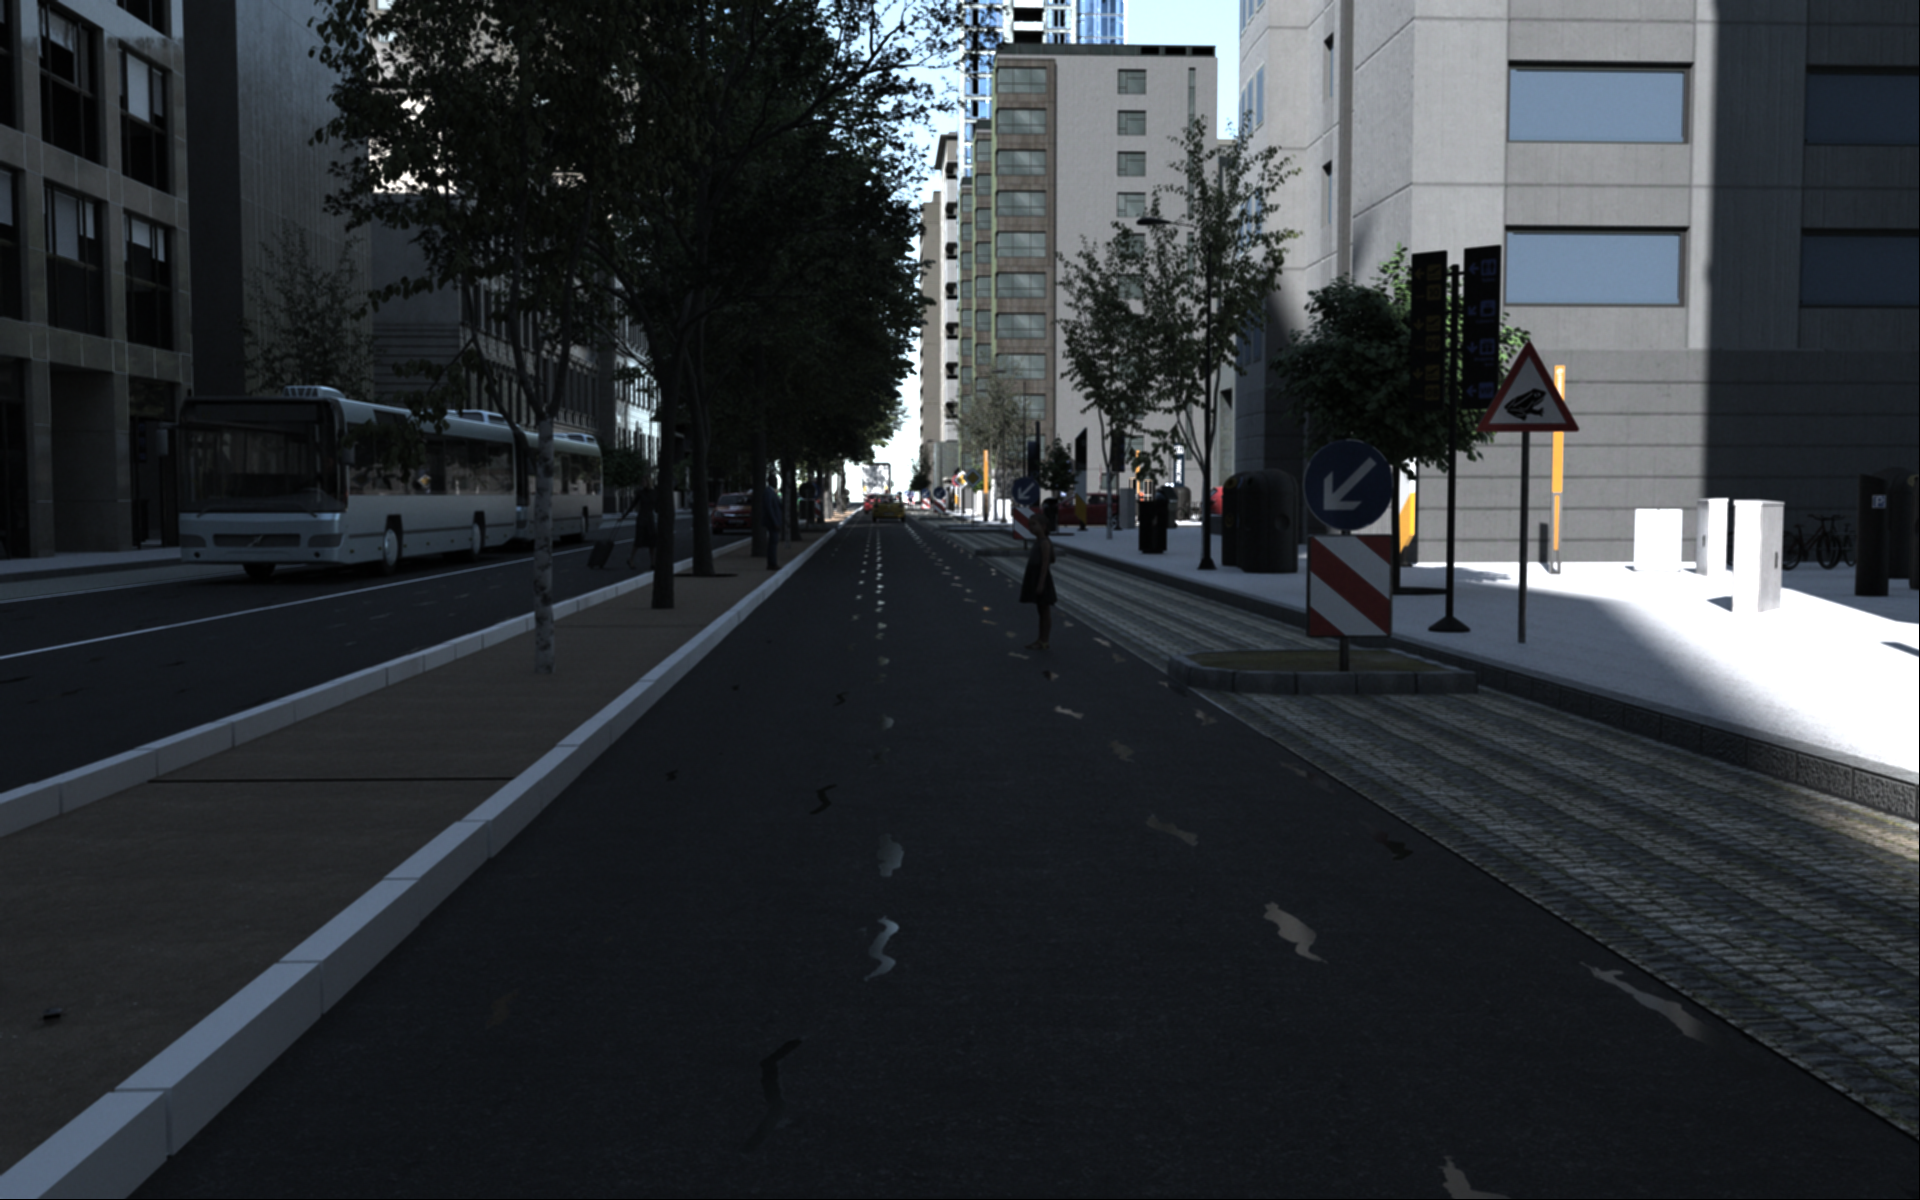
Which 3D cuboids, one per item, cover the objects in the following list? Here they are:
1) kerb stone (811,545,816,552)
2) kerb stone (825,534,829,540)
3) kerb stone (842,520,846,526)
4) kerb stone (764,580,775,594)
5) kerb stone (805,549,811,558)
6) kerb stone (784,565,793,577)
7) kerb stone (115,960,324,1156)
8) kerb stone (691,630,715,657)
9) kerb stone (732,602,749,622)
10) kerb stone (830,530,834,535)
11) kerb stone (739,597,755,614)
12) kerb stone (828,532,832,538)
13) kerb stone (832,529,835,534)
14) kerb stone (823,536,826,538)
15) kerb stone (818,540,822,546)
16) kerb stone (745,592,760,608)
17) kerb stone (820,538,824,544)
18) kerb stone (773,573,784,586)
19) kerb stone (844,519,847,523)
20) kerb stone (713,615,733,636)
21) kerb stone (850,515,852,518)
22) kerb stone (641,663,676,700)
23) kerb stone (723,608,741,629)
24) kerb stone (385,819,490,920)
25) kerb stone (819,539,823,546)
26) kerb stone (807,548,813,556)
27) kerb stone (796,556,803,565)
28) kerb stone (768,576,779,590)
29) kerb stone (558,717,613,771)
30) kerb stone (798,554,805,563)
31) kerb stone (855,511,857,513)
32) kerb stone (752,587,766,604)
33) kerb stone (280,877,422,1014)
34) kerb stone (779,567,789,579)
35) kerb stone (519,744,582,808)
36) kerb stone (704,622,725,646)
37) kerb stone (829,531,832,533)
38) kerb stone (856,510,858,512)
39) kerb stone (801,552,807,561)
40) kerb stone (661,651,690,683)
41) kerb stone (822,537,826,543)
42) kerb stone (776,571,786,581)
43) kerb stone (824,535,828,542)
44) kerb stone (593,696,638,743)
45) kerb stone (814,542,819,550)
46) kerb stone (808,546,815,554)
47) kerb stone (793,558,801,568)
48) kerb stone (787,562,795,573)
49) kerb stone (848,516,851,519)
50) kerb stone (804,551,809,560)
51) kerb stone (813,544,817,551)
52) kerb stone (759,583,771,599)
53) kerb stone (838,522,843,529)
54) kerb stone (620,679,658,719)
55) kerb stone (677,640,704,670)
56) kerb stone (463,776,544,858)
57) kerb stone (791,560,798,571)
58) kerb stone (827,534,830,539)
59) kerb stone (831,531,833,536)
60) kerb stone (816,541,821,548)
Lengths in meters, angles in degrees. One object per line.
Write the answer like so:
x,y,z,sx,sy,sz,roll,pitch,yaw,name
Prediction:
-3.550,-1.157,41.117,0.120,0.150,1.000,0,4,-3,kerb stone
-4.040,-1.784,51.360,0.120,0.150,1.000,0,4,-3,kerb stone
-5.299,-3.372,77.472,0.120,0.150,1.000,0,4,-3,kerb stone
-2.761,-0.154,24.719,0.120,0.150,1.000,0,4,-3,kerb stone
-3.401,-0.965,38.042,0.120,0.150,1.000,0,4,-3,kerb stone
-3.008,-0.464,29.854,0.120,0.150,1.000,0,4,-3,kerb stone
-1.788,1.098,4.242,0.120,0.150,1.000,0,4,-3,kerb stone
-2.324,0.410,15.493,0.120,0.150,1.000,0,4,-3,kerb stone
-2.516,0.159,19.600,0.120,0.150,1.000,0,4,-3,kerb stone
-4.339,-2.159,57.508,0.120,0.150,1.000,0,4,-3,kerb stone
-2.572,0.096,20.621,0.120,0.150,1.000,0,4,-3,kerb stone
-4.190,-1.972,54.438,0.120,0.150,1.000,0,4,-3,kerb stone
-4.382,-2.222,58.529,0.120,0.150,1.000,0,4,-3,kerb stone
-3.950,-1.655,49.309,0.120,0.150,1.000,0,4,-3,kerb stone
-3.744,-1.408,45.221,0.120,0.150,1.000,0,4,-3,kerb stone
-2.623,0.034,21.644,0.120,0.150,1.000,0,4,-3,kerb stone
-3.855,-1.531,47.267,0.120,0.150,1.000,0,4,-3,kerb stone
-2.855,-0.280,26.773,0.120,0.150,1.000,0,4,-3,kerb stone
-5.393,-3.506,79.513,0.120,0.150,1.000,0,4,-3,kerb stone
-2.426,0.285,17.541,0.120,0.150,1.000,0,4,-3,kerb stone
-6.132,-4.443,94.872,0.120,0.150,1.000,0,4,-3,kerb stone
-2.179,0.597,12.430,0.120,0.150,1.000,0,4,-3,kerb stone
-2.476,0.225,18.572,0.120,0.150,1.000,0,4,-3,kerb stone
-1.890,0.973,6.289,0.120,0.150,1.000,0,4,-3,kerb stone
-3.800,-1.471,46.246,0.120,0.150,1.000,0,4,-3,kerb stone
-3.452,-1.028,39.063,0.120,0.150,1.000,0,4,-3,kerb stone
-3.206,-0.718,33.940,0.120,0.150,1.000,0,4,-3,kerb stone
-2.814,-0.217,25.748,0.120,0.150,1.000,0,4,-3,kerb stone
-2.031,0.786,9.367,0.120,0.150,1.000,0,4,-3,kerb stone
-3.256,-0.779,34.966,0.120,0.150,1.000,0,4,-3,kerb stone
-7.159,-5.760,116.378,0.120,0.150,1.000,0,4,-3,kerb stone
-2.668,-0.029,22.667,0.120,0.150,1.000,0,4,-3,kerb stone
-1.836,1.036,5.263,0.120,0.150,1.000,0,4,-3,kerb stone
-2.969,-0.406,28.832,0.120,0.150,1.000,0,4,-3,kerb stone
-1.978,0.853,8.343,0.120,0.150,1.000,0,4,-3,kerb stone
-2.374,0.347,16.517,0.120,0.150,1.000,0,4,-3,kerb stone
-4.240,-2.034,55.459,0.120,0.150,1.000,0,4,-3,kerb stone
-7.352,-6.011,120.482,0.120,0.150,1.000,0,4,-3,kerb stone
-3.307,-0.844,35.991,0.120,0.150,1.000,0,4,-3,kerb stone
-2.228,0.535,13.451,0.120,0.150,1.000,0,4,-3,kerb stone
-3.890,-1.590,48.289,0.120,0.150,1.000,0,4,-3,kerb stone
-2.914,-0.335,27.797,0.120,0.150,1.000,0,4,-3,kerb stone
-3.998,-1.721,50.330,0.120,0.150,1.000,0,4,-3,kerb stone
-2.077,0.725,10.388,0.120,0.150,1.000,0,4,-3,kerb stone
-3.650,-1.283,43.167,0.120,0.150,1.000,0,4,-3,kerb stone
-3.500,-1.094,40.090,0.120,0.150,1.000,0,4,-3,kerb stone
-3.162,-0.651,32.917,0.120,0.150,1.000,0,4,-3,kerb stone
-3.066,-0.531,30.874,0.120,0.150,1.000,0,4,-3,kerb stone
-5.940,-4.195,90.783,0.120,0.150,1.000,0,4,-3,kerb stone
-3.360,-0.907,37.020,0.120,0.150,1.000,0,4,-3,kerb stone
-3.608,-1.217,42.138,0.120,0.150,1.000,0,4,-3,kerb stone
-2.710,-0.091,23.691,0.120,0.150,1.000,0,4,-3,kerb stone
-5.045,-3.067,72.354,0.120,0.150,1.000,0,4,-3,kerb stone
-2.128,0.665,11.409,0.120,0.150,1.000,0,4,-3,kerb stone
-2.275,0.472,14.472,0.120,0.150,1.000,0,4,-3,kerb stone
-1.926,0.910,7.311,0.120,0.150,1.000,0,4,-3,kerb stone
-3.113,-0.593,31.896,0.120,0.150,1.000,0,4,-3,kerb stone
-4.093,-1.844,52.381,0.120,0.150,1.000,0,4,-3,kerb stone
-4.292,-2.097,56.487,0.120,0.150,1.000,0,4,-3,kerb stone
-3.698,-1.344,44.197,0.120,0.150,1.000,0,4,-3,kerb stone
